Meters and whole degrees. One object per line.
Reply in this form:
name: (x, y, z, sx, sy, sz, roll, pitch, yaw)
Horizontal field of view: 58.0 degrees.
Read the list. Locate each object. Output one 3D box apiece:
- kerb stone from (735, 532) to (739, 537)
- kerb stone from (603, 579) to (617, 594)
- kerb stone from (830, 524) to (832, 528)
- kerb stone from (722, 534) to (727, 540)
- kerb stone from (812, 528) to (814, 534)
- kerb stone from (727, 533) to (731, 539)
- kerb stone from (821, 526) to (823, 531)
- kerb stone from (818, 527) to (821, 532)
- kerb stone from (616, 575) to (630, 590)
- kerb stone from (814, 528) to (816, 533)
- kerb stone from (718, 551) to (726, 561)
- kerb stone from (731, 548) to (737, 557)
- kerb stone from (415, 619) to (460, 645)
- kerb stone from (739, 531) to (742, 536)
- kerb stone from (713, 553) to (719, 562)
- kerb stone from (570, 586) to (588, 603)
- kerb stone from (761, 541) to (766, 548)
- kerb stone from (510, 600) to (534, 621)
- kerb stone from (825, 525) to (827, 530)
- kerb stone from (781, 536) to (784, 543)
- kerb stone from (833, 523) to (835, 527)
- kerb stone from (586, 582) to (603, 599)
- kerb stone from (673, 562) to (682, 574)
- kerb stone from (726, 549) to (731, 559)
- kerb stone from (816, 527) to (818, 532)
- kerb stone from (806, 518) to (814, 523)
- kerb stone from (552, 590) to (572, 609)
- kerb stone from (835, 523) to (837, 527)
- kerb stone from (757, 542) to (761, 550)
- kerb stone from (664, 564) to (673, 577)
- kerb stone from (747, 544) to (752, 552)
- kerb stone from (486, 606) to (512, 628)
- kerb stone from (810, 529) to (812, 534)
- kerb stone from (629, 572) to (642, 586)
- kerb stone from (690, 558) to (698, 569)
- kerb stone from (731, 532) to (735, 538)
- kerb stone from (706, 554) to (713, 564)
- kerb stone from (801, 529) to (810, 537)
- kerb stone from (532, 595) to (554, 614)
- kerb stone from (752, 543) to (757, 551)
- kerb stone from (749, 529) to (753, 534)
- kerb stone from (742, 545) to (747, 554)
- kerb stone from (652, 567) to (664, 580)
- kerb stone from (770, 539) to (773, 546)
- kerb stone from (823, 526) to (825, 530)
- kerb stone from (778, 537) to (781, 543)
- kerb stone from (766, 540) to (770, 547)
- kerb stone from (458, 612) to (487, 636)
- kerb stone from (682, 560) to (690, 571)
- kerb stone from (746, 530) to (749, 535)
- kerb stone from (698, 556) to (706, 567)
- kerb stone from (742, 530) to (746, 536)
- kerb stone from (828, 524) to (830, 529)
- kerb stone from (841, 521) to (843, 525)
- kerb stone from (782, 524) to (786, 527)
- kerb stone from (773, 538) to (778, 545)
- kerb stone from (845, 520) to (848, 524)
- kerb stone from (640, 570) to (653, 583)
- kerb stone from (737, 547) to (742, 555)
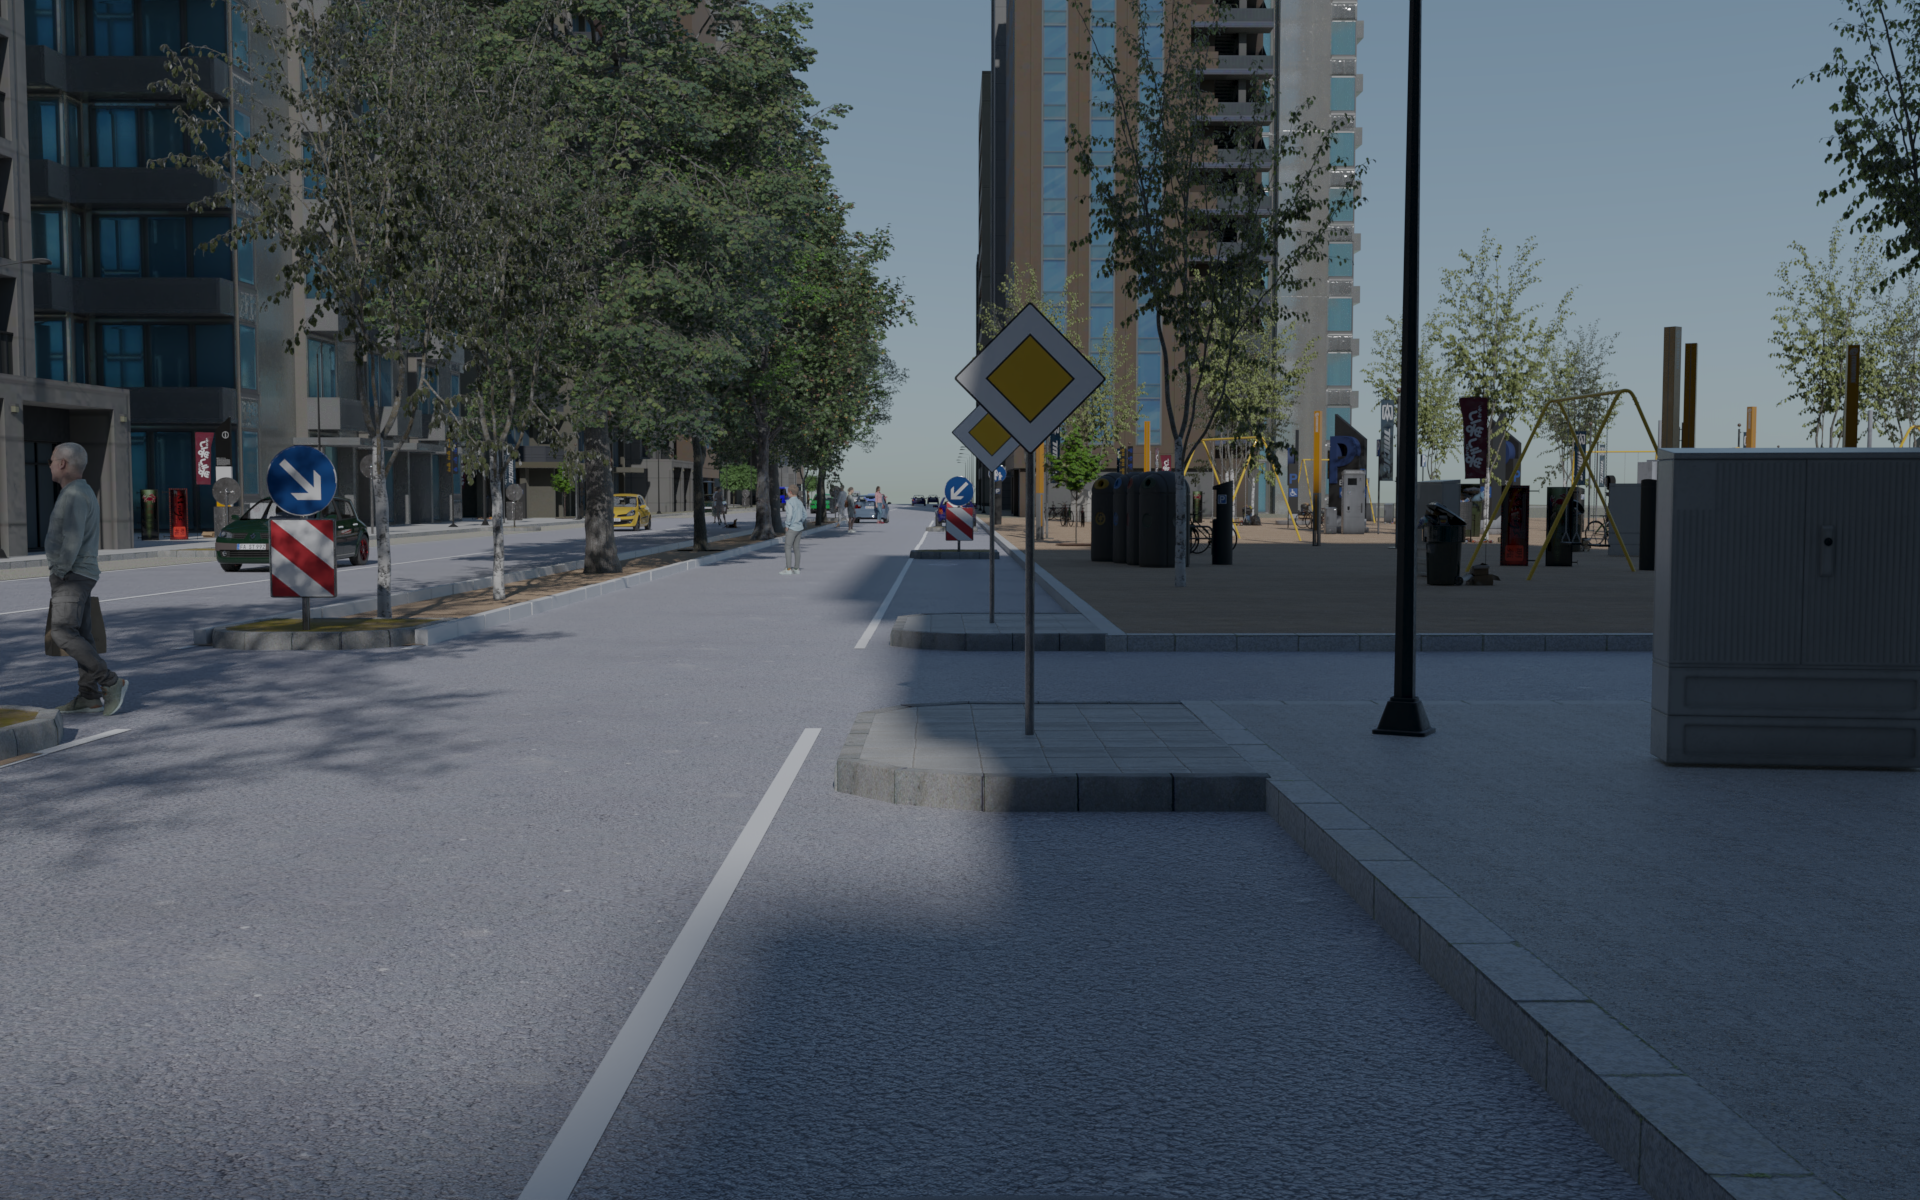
kerb stone: (-7.474, -2.121, 56.866, 0.120, 0.150, 1.000, 0, 4, 0)
kerb stone: (-5.158, -0.173, 25.094, 0.120, 0.150, 1.000, 0, 4, 0)
kerb stone: (-5.470, -2.994, 71.224, 0.120, 0.150, 1.000, 0, 4, 0)
kerb stone: (-7.449, -1.932, 53.791, 0.120, 0.150, 1.000, 0, 4, 0)
kerb stone: (-5.404, -2.433, 61.967, 0.120, 0.150, 1.000, 0, 4, 0)
kerb stone: (-7.459, -1.996, 54.822, 0.120, 0.150, 1.000, 0, 4, 0)
kerb stone: (-5.433, -2.684, 66.074, 0.120, 0.150, 1.000, 0, 4, 0)
kerb stone: (-5.423, -2.621, 65.044, 0.120, 0.150, 1.000, 0, 4, 0)
kerb stone: (-5.166, -0.240, 26.125, 0.120, 0.150, 1.000, 0, 4, 0)
kerb stone: (-5.417, -2.496, 62.997, 0.120, 0.150, 1.000, 0, 4, 0)
kerb stone: (-5.241, -0.924, 37.383, 0.120, 0.150, 1.000, 0, 4, 0)
kerb stone: (-5.259, -1.054, 39.427, 0.120, 0.150, 1.000, 0, 4, 0)
kerb stone: (-5.100, 0.325, 16.888, 0.120, 0.150, 1.000, 0, 4, 0)
kerb stone: (-7.480, -2.183, 57.888, 0.120, 0.150, 1.000, 0, 4, 0)
kerb stone: (-5.236, -0.860, 36.357, 0.120, 0.150, 1.000, 0, 4, 0)
kerb stone: (-5.148, -0.049, 23.049, 0.120, 0.150, 1.000, 0, 4, 0)
kerb stone: (-5.294, -1.430, 45.575, 0.120, 0.150, 1.000, 0, 4, 0)
kerb stone: (-5.124, 0.136, 19.967, 0.120, 0.150, 1.000, 0, 4, 0)
kerb stone: (-5.447, -2.805, 68.151, 0.120, 0.150, 1.000, 0, 4, 0)
kerb stone: (-5.331, -1.742, 50.706, 0.120, 0.150, 1.000, 0, 4, 0)
kerb stone: (-5.479, -3.123, 73.281, 0.120, 0.150, 1.000, 0, 4, 0)
kerb stone: (-5.153, -0.115, 24.071, 0.120, 0.150, 1.000, 0, 4, 0)
kerb stone: (-5.199, -0.551, 31.242, 0.120, 0.150, 1.000, 0, 4, 0)
kerb stone: (-5.251, -0.990, 38.405, 0.120, 0.150, 1.000, 0, 4, 0)
kerb stone: (-5.429, -2.558, 64.022, 0.120, 0.150, 1.000, 0, 4, 0)
kerb stone: (-7.679, -4.065, 88.657, 0.120, 0.150, 1.000, 0, 4, 0)
kerb stone: (-5.135, 0.012, 22.027, 0.120, 0.150, 1.000, 0, 4, 0)
kerb stone: (-5.491, -3.182, 74.306, 0.120, 0.150, 1.000, 0, 4, 0)
kerb stone: (-5.293, -1.367, 44.549, 0.120, 0.150, 1.000, 0, 4, 0)
kerb stone: (-5.189, -0.489, 30.217, 0.120, 0.150, 1.000, 0, 4, 0)
kerb stone: (-5.274, -1.239, 42.505, 0.120, 0.150, 1.000, 0, 4, 0)
kerb stone: (-5.117, 0.199, 18.936, 0.120, 0.150, 1.000, 0, 4, 0)
kerb stone: (-5.394, -2.370, 60.944, 0.120, 0.150, 1.000, 0, 4, 0)
kerb stone: (-5.173, -0.300, 27.148, 0.120, 0.150, 1.000, 0, 4, 0)
kerb stone: (-5.213, -0.673, 33.286, 0.120, 0.150, 1.000, 0, 4, 0)
kerb stone: (-7.460, -2.058, 55.844, 0.120, 0.150, 1.000, 0, 4, 0)
kerb stone: (-5.224, -0.803, 35.330, 0.120, 0.150, 1.000, 0, 4, 0)
kerb stone: (-5.391, -2.304, 59.917, 0.120, 0.150, 1.000, 0, 4, 0)
kerb stone: (-5.127, 0.074, 21.003, 0.120, 0.150, 1.000, 0, 4, 0)
kerb stone: (-5.284, -1.302, 43.527, 0.120, 0.150, 1.000, 0, 4, 0)
kerb stone: (-7.501, -2.372, 60.974, 0.120, 0.150, 1.000, 0, 4, 0)
kerb stone: (-5.269, -1.174, 41.471, 0.120, 0.150, 1.000, 0, 4, 0)
kerb stone: (-5.178, -0.427, 29.195, 0.120, 0.150, 1.000, 0, 4, 0)
kerb stone: (-5.313, -1.550, 47.632, 0.120, 0.150, 1.000, 0, 4, 0)
kerb stone: (-5.443, -2.747, 67.112, 0.120, 0.150, 1.000, 0, 4, 0)
kerb stone: (-5.320, -1.676, 49.677, 0.120, 0.150, 1.000, 0, 4, 0)
kerb stone: (-5.300, -1.493, 46.608, 0.120, 0.150, 1.000, 0, 4, 0)
kerb stone: (-5.109, 0.262, 17.910, 0.120, 0.150, 1.000, 0, 4, 0)
kerb stone: (-5.216, -0.616, 32.264, 0.120, 0.150, 1.000, 0, 4, 0)
kerb stone: (-7.494, -2.309, 59.952, 0.120, 0.150, 1.000, 0, 4, 0)
kerb stone: (-5.218, -0.738, 34.308, 0.120, 0.150, 1.000, 0, 4, 0)
kerb stone: (-7.485, -2.243, 58.924, 0.120, 0.150, 1.000, 0, 4, 0)
kerb stone: (-5.457, -2.936, 70.199, 0.120, 0.150, 1.000, 0, 4, 0)
kerb stone: (-5.510, -3.436, 78.411, 0.120, 0.150, 1.000, 0, 4, 0)
kerb stone: (-7.597, -3.248, 75.336, 0.120, 0.150, 1.000, 0, 4, 0)
kerb stone: (-5.304, -1.618, 48.654, 0.120, 0.150, 1.000, 0, 4, 0)
kerb stone: (-5.561, -3.748, 83.542, 0.120, 0.150, 1.000, 0, 4, 0)
kerb stone: (-5.180, -0.365, 28.170, 0.120, 0.150, 1.000, 0, 4, 0)
kerb stone: (-5.265, -1.114, 40.449, 0.120, 0.150, 1.000, 0, 4, 0)
